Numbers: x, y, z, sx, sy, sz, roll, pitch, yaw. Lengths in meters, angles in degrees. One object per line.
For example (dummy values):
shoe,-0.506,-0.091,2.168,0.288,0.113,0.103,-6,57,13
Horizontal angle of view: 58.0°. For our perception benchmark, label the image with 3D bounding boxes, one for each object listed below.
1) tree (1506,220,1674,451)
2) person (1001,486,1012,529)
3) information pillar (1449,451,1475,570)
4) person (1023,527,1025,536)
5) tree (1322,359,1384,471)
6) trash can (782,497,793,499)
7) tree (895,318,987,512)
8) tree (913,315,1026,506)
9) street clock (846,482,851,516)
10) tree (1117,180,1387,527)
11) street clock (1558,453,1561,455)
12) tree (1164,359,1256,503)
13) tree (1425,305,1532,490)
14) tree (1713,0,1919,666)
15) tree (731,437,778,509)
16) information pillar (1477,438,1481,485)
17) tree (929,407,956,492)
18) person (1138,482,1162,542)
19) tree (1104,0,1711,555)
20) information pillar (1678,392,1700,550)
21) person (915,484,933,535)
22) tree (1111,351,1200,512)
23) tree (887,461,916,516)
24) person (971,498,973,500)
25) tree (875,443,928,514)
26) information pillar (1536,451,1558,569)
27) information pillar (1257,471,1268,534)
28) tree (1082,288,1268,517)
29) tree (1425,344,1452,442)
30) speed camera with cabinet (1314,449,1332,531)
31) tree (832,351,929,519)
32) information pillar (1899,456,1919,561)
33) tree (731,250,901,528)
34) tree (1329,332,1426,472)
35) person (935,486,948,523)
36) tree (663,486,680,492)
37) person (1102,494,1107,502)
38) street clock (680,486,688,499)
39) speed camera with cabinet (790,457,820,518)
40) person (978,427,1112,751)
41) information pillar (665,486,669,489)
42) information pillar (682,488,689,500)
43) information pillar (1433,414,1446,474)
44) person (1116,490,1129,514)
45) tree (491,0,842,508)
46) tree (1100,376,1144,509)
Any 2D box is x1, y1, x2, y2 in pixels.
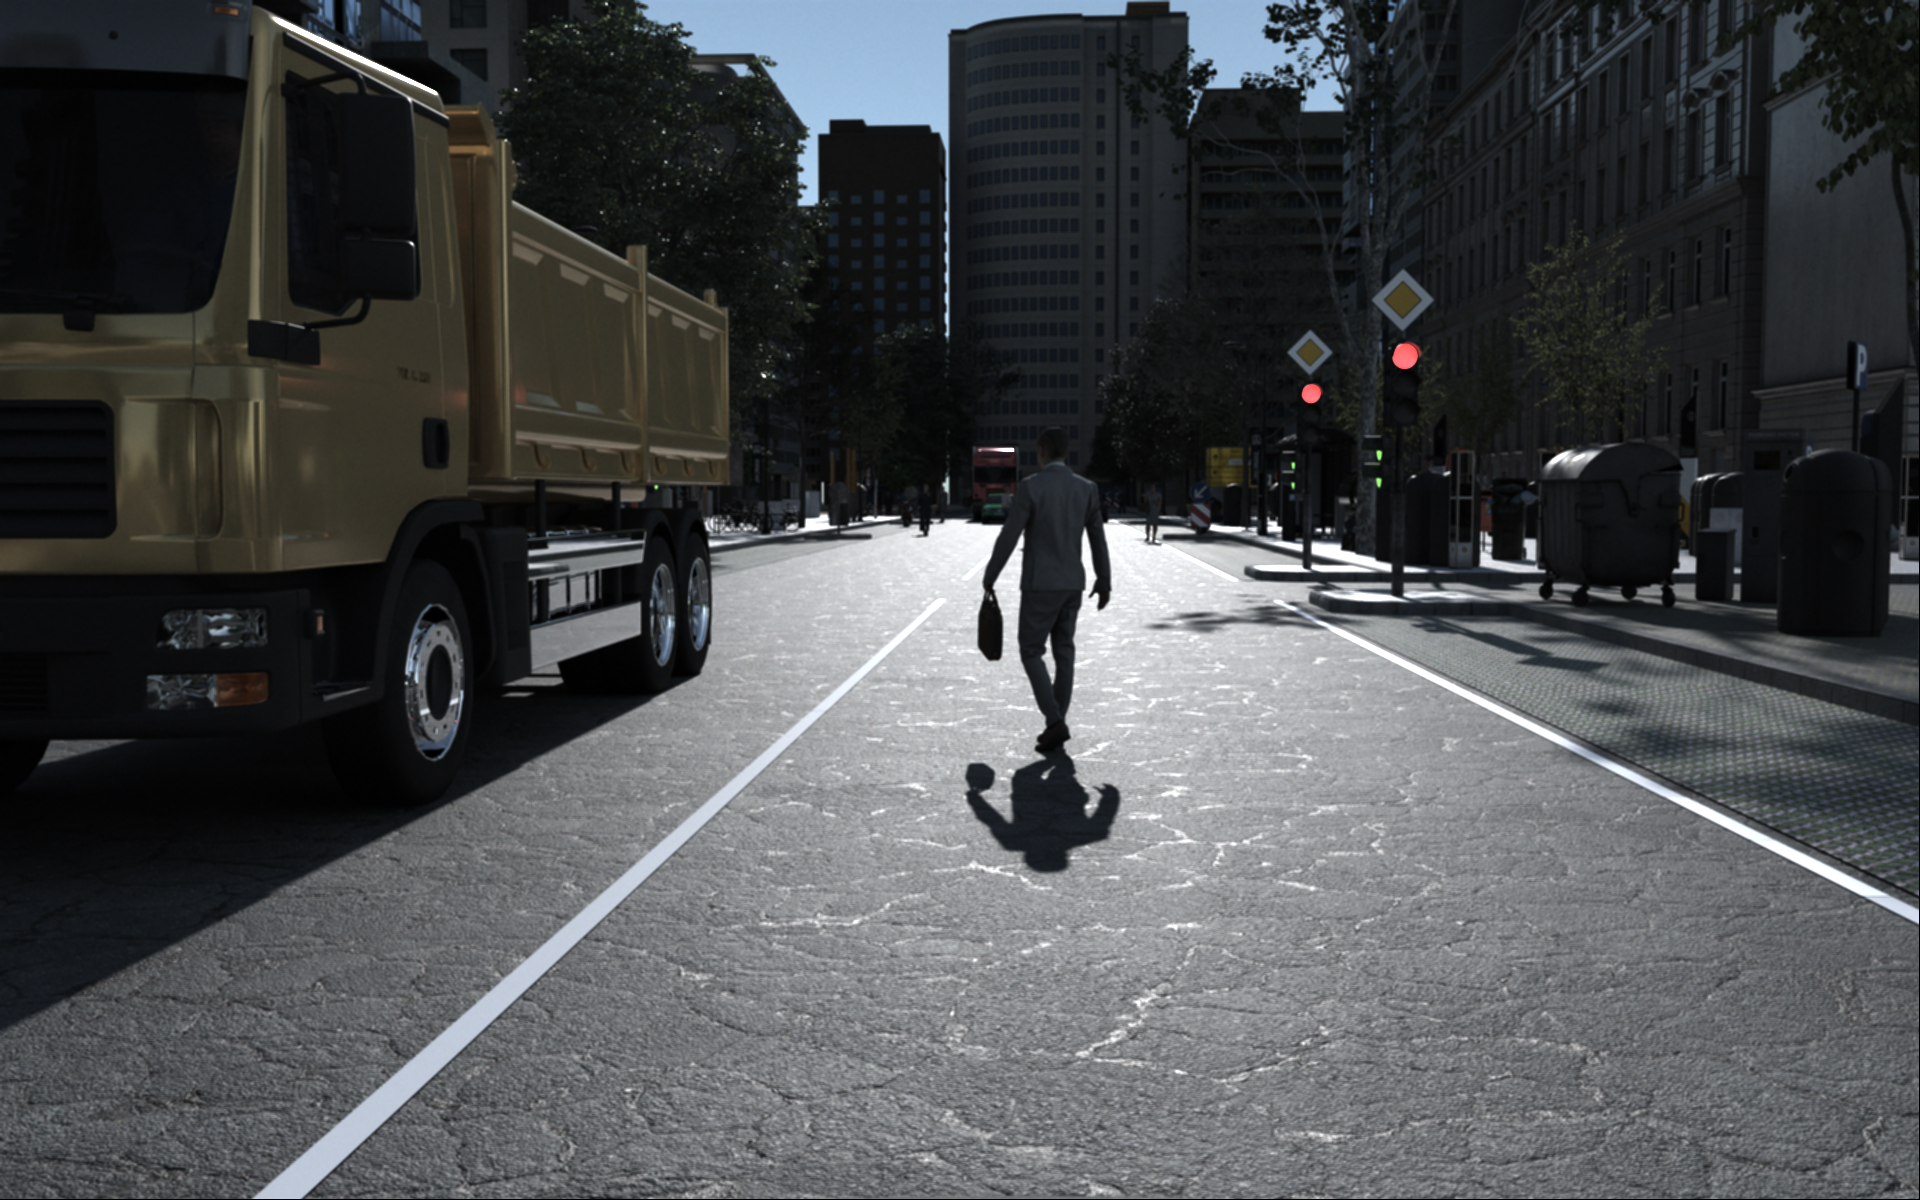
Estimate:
tree,17.085,-5.937,47.432,4.360,8.622,3.978,0,3,0
person,1.759,-3.434,65.312,0.731,1.740,0.598,3,4,38
information pillar,8.550,-1.531,29.527,0.304,2.012,0.304,-1,4,-9
person,1.833,-2.253,46.337,0.522,1.701,0.512,1,4,16
tree,21.321,-8.751,93.446,4.737,8.622,4.395,0,3,0
trash can,-9.678,-5.247,97.446,0.748,1.137,0.748,0,3,0
tree,-2.699,-13.309,124.258,9.857,13.997,8.962,0,3,0
tree,1.270,-19.887,181.034,12.611,20.169,13.585,0,3,0
street clock,-6.412,-5.840,100.048,0.358,2.002,0.471,-2,4,-30
tree,11.209,-9.585,67.083,12.009,13.543,11.850,0,3,0
street clock,10.562,-1.577,30.352,0.358,2.002,0.471,1,4,18
tree,12.361,-8.300,86.068,4.737,8.622,4.395,0,3,0
tree,20.543,-7.197,68.038,4.737,8.622,4.395,0,3,0
tree,7.233,-3.796,12.427,4.737,8.622,4.395,0,3,0
tree,-12.190,-7.101,99.820,4.285,4.588,4.351,0,3,0
information pillar,21.563,-4.936,72.053,0.183,3.616,0.504,1,4,21
tree,-1.770,-11.619,140.325,4.737,8.622,4.395,0,3,0
person,5.643,-2.615,51.614,0.716,1.782,0.532,1,4,19
tree,9.509,-11.109,37.520,12.611,20.169,13.585,0,3,0
information pillar,16.784,-2.967,39.868,0.183,3.616,0.504,-1,4,-20
person,-1.245,-3.172,60.784,0.576,1.772,0.534,-2,4,-26
tree,14.310,-12.385,120.616,7.486,12.596,7.792,0,3,0
tree,-3.576,-6.498,100.842,1.663,3.219,1.824,0,3,0
person,1.427,-7.814,136.200,1.348,1.831,0.705,-3,5,-41
tree,-3.750,-7.783,110.961,4.285,4.588,4.351,0,3,0
information pillar,10.032,-1.536,29.609,0.304,2.012,0.304,1,4,13
information pillar,9.677,-3.114,55.403,0.304,2.012,0.304,1,4,16
tree,12.428,-11.003,96.914,9.611,12.733,9.660,0,3,0
tree,21.166,-8.055,82.058,4.360,8.622,3.978,0,3,0
speed camera with cabinet,12.285,-4.008,59.869,2.038,3.252,0.660,-1,4,-10
tree,-4.462,-8.515,89.589,4.737,8.622,4.395,0,3,0
information pillar,18.358,-1.770,33.428,0.304,2.012,0.304,1,4,11
tree,-5.693,-8.020,65.539,7.601,10.594,8.767,-2,4,-28
tree,18.422,-7.736,76.846,4.360,8.622,3.978,0,3,0
person,-0.920,-4.780,86.756,0.694,1.812,0.767,3,4,36
tree,-15.132,-6.313,86.931,4.285,4.588,4.351,0,3,0
person,11.712,-7.929,141.397,1.065,1.426,0.557,-3,5,-43
street clock,-11.957,-4.312,75.064,0.471,2.002,0.358,-1,4,-15
speed camera with cabinet,-8.340,-6.053,93.299,0.660,3.252,2.038,2,4,29
person,0.499,-0.078,9.889,0.709,1.813,0.853,-2,4,-27
information pillar,-17.454,-6.066,103.668,0.304,2.012,0.304,2,4,33
information pillar,-15.725,-5.795,99.232,0.304,2.012,0.304,0,4,0
information pillar,14.125,-3.648,51.001,0.183,3.616,0.504,-1,4,-21
person,11.630,-7.053,124.373,0.990,1.755,0.434,3,4,36
tree,-7.872,-8.392,43.869,9.857,13.997,8.962,0,3,0
tree,15.965,-13.873,152.579,9.928,11.665,9.643,0,3,0
